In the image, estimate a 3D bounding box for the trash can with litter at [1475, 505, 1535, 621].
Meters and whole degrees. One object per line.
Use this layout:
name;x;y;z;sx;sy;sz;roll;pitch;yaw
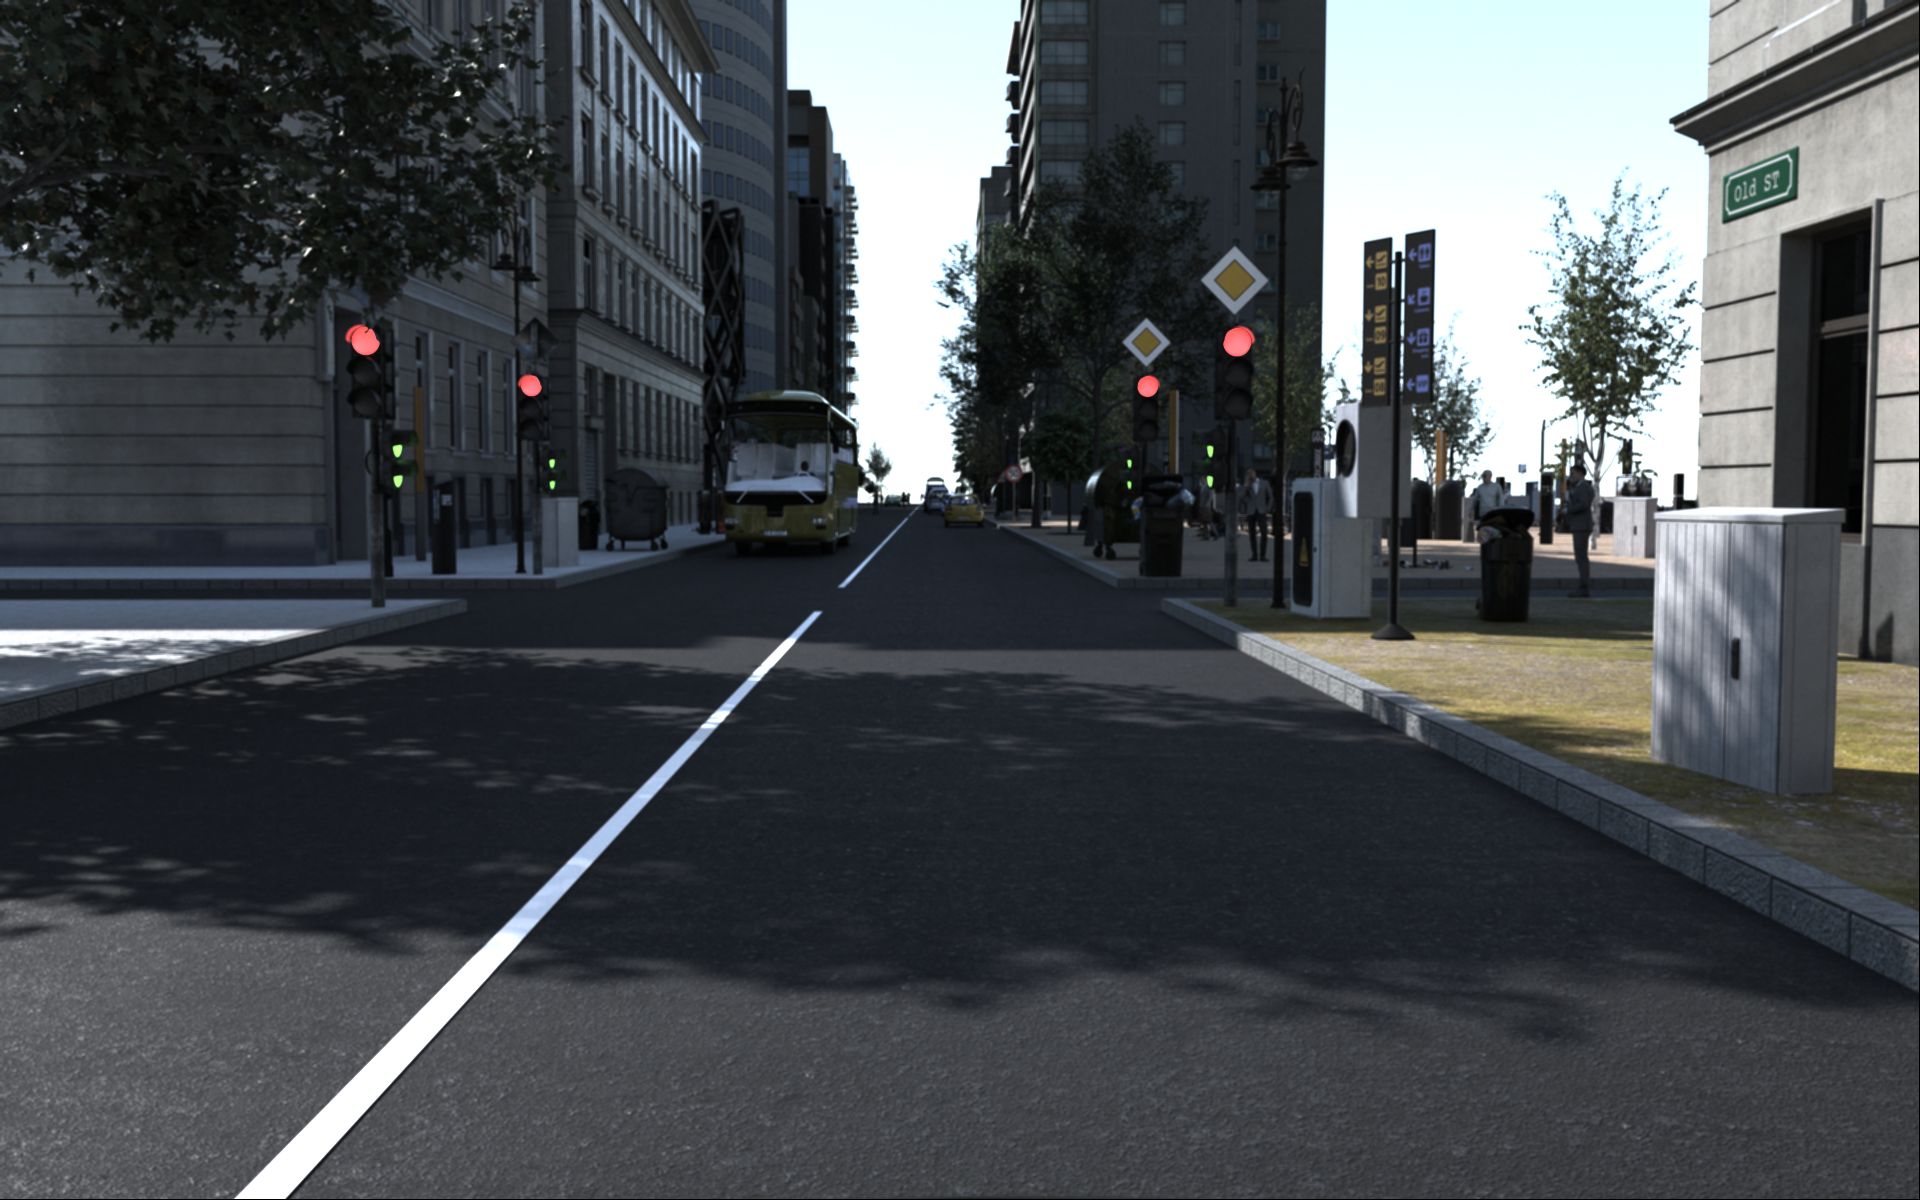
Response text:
trash can with litter;5.487;-0.388;17.735;0.624;1.170;1.055;0;4;4

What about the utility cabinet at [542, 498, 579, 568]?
utility cabinet;-7.086;-1.195;30.705;0.306;1.237;1.020;1;4;8

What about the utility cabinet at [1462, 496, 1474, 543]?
utility cabinet;13.481;-2.130;45.987;0.306;1.237;1.020;1;4;15

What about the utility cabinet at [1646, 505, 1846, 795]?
utility cabinet;3.540;0.201;7.873;0.306;1.237;1.020;-1;4;-8

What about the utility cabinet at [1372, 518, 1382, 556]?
utility cabinet;7.983;-1.628;35.303;1.173;1.500;0.318;0;4;8

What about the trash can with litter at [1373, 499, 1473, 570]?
trash can with litter;7.956;-1.171;30.210;1.678;1.210;2.233;-2;4;-27

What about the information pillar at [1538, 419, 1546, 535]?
information pillar;18.121;-3.823;53.868;0.183;3.616;0.504;2;4;25

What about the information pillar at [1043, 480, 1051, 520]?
information pillar;4.269;-4.925;85.011;0.304;2.012;0.304;3;5;39

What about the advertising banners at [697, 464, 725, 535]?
advertising banners;-7.672;-3.620;55.379;0.090;3.025;2.074;2;4;34

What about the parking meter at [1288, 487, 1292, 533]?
parking meter;11.108;-3.006;57.551;0.372;1.533;0.369;0;3;0

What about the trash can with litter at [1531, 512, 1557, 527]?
trash can with litter;22.464;-3.436;67.239;1.678;1.210;2.233;-3;4;-38

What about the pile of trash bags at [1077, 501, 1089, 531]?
pile of trash bags;5.720;-3.109;60.588;3.447;1.369;1.912;3;5;40

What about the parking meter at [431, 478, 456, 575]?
parking meter;-8.270;-1.182;27.734;0.372;1.533;0.369;0;3;0

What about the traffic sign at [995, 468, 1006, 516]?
traffic sign;2.177;-5.284;86.400;0.884;2.594;0.081;0;4;0

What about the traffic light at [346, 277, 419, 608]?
traffic light;-6.579;-1.872;19.525;0.839;4.253;0.868;0;4;-1

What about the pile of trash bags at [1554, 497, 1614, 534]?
pile of trash bags;20.234;-2.828;55.993;1.912;1.369;3.447;1;4;18

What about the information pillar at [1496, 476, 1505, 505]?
information pillar;22.517;-4.142;72.206;0.304;2.012;0.304;0;4;-4

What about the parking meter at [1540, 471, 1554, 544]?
parking meter;15.019;-2.361;44.318;0.255;1.863;0.399;2;4;31

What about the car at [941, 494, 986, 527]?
car;0.157;-4.018;75.921;2.015;1.641;3.980;0;4;-1

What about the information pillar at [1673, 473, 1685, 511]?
information pillar;25.187;-3.439;60.721;0.304;2.012;0.304;0;4;7

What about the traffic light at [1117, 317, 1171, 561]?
traffic light;2.944;-2.371;27.689;0.839;4.253;0.868;0;4;-1

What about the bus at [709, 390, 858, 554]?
bus;-4.193;-3.246;44.625;2.896;3.916;12.252;0;4;0

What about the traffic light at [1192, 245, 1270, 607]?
traffic light;3.081;-1.883;19.705;0.839;4.253;0.868;0;4;-1

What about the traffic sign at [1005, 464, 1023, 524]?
traffic sign;2.298;-4.516;73.942;0.768;2.556;0.104;0;4;2

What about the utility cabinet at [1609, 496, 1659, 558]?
utility cabinet;13.667;-1.463;35.088;0.306;1.237;1.020;-1;4;-17

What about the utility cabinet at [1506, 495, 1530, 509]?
utility cabinet;26.313;-4.313;81.680;1.020;1.237;0.306;1;4;10

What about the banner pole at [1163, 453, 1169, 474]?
banner pole;11.093;-6.255;92.283;0.401;3.779;0.863;-3;5;-39

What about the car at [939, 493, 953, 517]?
car;-0.342;-6.153;110.200;1.945;1.707;3.694;0;4;-1

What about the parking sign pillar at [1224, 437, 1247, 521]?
parking sign pillar;12.937;-5.708;81.801;1.447;3.967;1.447;-1;4;-16

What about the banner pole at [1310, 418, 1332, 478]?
banner pole;12.024;-4.125;57.460;0.863;3.779;0.401;0;4;5

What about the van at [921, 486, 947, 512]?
van;-1.928;-8.178;138.097;2.240;2.365;5.245;0;4;-3

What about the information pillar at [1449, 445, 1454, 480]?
information pillar;22.803;-5.446;80.392;0.183;3.616;0.504;0;4;3

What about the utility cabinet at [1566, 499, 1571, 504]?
utility cabinet;32.180;-4.890;91.105;1.020;1.237;0.306;-1;4;-16

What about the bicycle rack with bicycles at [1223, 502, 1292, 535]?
bicycle rack with bicycles;9.944;-2.528;54.720;2.925;0.926;2.852;3;5;44

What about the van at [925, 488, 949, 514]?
van;-1.489;-7.181;124.421;2.013;2.044;4.112;0;4;-2

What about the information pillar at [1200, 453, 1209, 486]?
information pillar;14.034;-6.611;99.436;0.504;3.616;0.183;-1;4;-11

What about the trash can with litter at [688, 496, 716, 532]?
trash can with litter;-8.848;-3.008;60.232;1.678;1.210;2.233;1;4;23

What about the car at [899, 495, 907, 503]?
car;-8.269;-14.564;250.707;1.945;1.354;3.894;0;4;-2

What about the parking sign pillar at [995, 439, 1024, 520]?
parking sign pillar;2.462;-5.935;85.504;1.447;3.967;1.447;0;4;1

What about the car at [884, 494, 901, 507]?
car;-7.580;-11.385;194.944;1.959;1.807;4.718;0;4;0

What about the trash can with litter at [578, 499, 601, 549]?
trash can with litter;-8.781;-1.749;39.979;1.055;1.170;0.624;3;5;40

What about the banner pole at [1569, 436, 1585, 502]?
banner pole;26.502;-5.174;74.617;0.863;3.779;0.401;0;4;-6

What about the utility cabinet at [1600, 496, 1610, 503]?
utility cabinet;22.282;-2.936;59.172;0.306;1.237;1.020;-2;4;-33

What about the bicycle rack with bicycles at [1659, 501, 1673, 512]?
bicycle rack with bicycles;37.127;-4.621;88.931;2.852;0.926;2.925;2;4;25

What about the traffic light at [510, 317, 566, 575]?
traffic light;-6.715;-2.360;27.509;0.839;4.253;0.868;0;4;-1

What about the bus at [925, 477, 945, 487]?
bus;-3.464;-15.448;244.118;2.896;3.916;12.252;0;4;-1
